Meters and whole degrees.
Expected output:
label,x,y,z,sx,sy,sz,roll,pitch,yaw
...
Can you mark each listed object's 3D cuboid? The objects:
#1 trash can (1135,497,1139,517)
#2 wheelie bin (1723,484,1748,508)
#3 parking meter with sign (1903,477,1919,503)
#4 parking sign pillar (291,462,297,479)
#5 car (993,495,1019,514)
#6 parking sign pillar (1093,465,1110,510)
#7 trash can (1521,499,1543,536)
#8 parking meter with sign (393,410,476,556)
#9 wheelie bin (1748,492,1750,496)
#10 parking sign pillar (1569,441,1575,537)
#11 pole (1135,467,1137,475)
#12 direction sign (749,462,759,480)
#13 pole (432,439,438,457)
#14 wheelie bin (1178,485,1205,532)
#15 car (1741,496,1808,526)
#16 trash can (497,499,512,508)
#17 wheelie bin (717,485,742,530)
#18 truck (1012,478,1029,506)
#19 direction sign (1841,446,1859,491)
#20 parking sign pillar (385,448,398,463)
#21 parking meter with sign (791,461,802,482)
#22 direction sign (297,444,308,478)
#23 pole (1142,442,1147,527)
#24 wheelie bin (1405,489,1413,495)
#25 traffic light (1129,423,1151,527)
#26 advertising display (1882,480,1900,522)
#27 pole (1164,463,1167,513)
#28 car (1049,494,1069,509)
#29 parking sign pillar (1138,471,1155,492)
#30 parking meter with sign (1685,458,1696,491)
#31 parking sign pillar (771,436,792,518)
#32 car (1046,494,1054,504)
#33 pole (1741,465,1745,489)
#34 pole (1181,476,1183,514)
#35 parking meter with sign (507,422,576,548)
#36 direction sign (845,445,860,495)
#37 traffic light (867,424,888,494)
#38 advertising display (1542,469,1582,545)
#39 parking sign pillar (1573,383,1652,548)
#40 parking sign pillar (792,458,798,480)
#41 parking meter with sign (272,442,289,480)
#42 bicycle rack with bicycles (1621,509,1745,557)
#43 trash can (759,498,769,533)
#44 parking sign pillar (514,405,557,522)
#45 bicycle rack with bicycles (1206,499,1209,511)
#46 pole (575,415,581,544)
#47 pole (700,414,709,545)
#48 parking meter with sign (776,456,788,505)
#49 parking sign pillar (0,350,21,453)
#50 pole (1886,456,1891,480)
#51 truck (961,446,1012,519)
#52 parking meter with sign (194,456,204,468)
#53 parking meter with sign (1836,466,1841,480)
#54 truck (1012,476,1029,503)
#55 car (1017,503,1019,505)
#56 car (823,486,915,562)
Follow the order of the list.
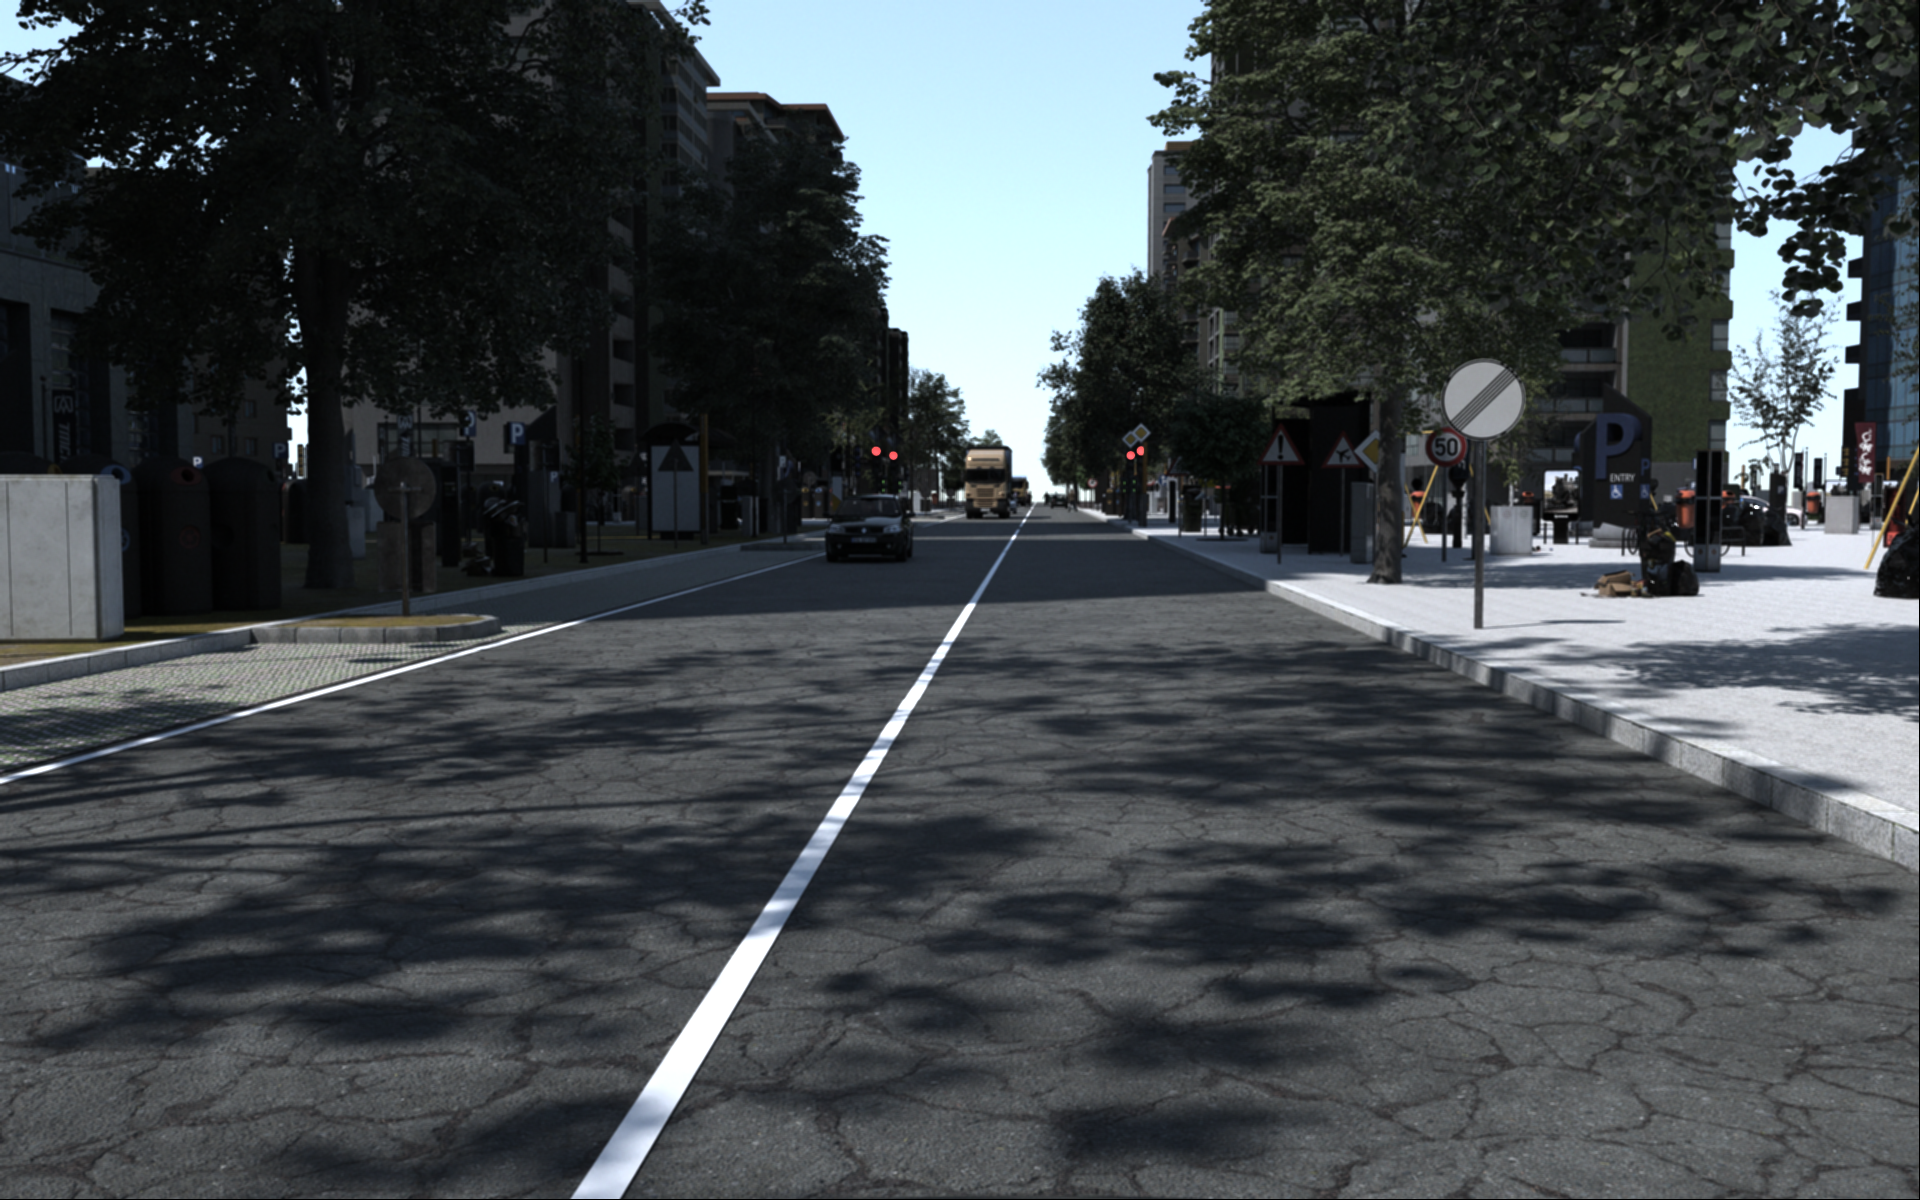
label,x,y,z,sx,sy,sz,roll,pitch,yaw
trash can,9.483,-5.037,94.016,0.748,1.137,0.748,0,3,0
wheelie bin,23.918,-2.824,54.076,0.980,1.594,0.693,1,4,18
parking meter with sign,69.681,-7.982,126.771,1.738,3.016,0.543,0,4,-8
parking sign pillar,-56.318,-9.673,146.627,1.447,3.967,1.447,-1,4,-19
car,3.277,-7.030,126.942,2.014,1.417,4.499,0,4,1
parking sign pillar,11.650,-9.373,141.725,1.447,3.967,1.447,3,5,42
trash can,17.556,-2.549,53.333,0.748,1.137,0.748,0,3,0
parking meter with sign,-11.015,-2.442,36.185,1.738,3.016,0.543,1,4,13
wheelie bin,49.464,-6.210,109.433,0.693,1.594,0.980,-2,4,-26
parking sign pillar,19.080,-3.910,52.395,1.447,3.967,1.447,-2,4,-34
pole,11.722,-7.461,115.830,0.158,3.312,0.155,0,3,0
direction sign,-14.376,-7.923,121.543,0.876,3.537,0.379,-2,4,-30
pole,-19.442,-4.304,64.219,0.158,3.312,0.155,0,3,0
wheelie bin,7.840,-3.082,58.304,0.980,1.594,0.693,0,4,-5
car,32.475,-3.626,71.647,4.827,1.381,2.083,0,4,4
trash can,-31.096,-6.481,117.618,0.748,1.137,0.748,0,3,0
wheelie bin,-8.396,-3.357,62.798,0.980,1.594,0.693,0,4,-5
truck,6.502,-12.768,204.686,3.469,3.379,9.791,0,4,4
direction sign,41.718,-5.450,81.097,0.876,3.537,0.379,2,4,30
parking sign pillar,-28.065,-5.989,86.389,1.447,3.967,1.447,0,4,1
parking meter with sign,-9.325,-5.866,92.175,1.738,3.016,0.543,-1,4,-12
direction sign,-29.584,-5.276,78.266,0.876,3.537,0.379,2,4,27
pole,7.206,-4.508,67.547,0.158,3.312,0.155,0,3,0
wheelie bin,27.602,-6.040,106.662,0.693,1.594,0.980,2,4,35
traffic light,7.118,-4.860,68.390,0.839,4.253,0.868,0,4,3
advertising display,42.256,-4.507,78.911,0.123,1.923,0.974,-3,4,-38
pole,13.679,-7.425,115.245,0.158,3.312,0.155,0,3,0
car,9.920,-9.977,172.916,2.009,1.686,4.222,0,4,2
parking sign pillar,14.194,-8.770,131.860,1.447,3.967,1.447,-1,4,-11
parking meter with sign,35.840,-5.415,84.791,0.543,3.016,1.738,0,4,5
parking sign pillar,-7.410,-4.805,67.027,1.447,3.967,1.447,0,4,1
car,13.519,-14.797,253.730,2.131,1.459,4.920,0,4,2
pole,54.404,-7.738,120.351,0.158,3.312,0.155,0,3,0
pole,14.472,-7.298,113.172,0.158,3.312,0.155,0,3,0
parking meter with sign,-10.009,-2.772,41.582,1.738,3.016,0.543,2,4,28
direction sign,-4.959,-5.389,80.105,0.876,3.537,0.379,-3,5,-41
traffic light,-3.283,-4.889,68.858,0.839,4.253,0.868,0,4,3
advertising display,15.385,-2.390,44.294,0.974,1.923,0.123,3,5,43
parking sign pillar,15.847,-3.239,41.430,1.447,3.967,1.447,-2,4,-31
parking sign pillar,-9.782,-6.768,99.123,1.447,3.967,1.447,-2,4,-35
parking meter with sign,-22.954,-3.752,57.605,0.543,3.016,1.738,0,4,4
bicycle rack with bicycles,14.810,-1.379,35.922,2.925,0.926,2.852,-3,5,-43
trash can,-6.651,-2.778,57.070,0.748,1.137,0.748,0,3,0
parking sign pillar,-12.690,-3.876,51.837,1.447,3.967,1.447,3,4,38
bicycle rack with bicycles,18.273,-6.499,119.639,2.852,0.926,2.925,-1,4,-16
pole,-9.796,-3.105,44.608,0.158,3.312,0.155,0,3,0
pole,-6.500,-3.070,44.033,0.158,3.312,0.155,0,3,0
parking meter with sign,-8.613,-5.006,78.103,1.738,3.016,0.543,-3,5,-43
parking sign pillar,-17.966,-2.655,31.875,1.447,3.967,1.447,1,4,17
pole,50.323,-6.122,93.930,0.158,3.312,0.155,0,3,0
truck,1.725,-6.979,103.026,2.839,4.237,11.283,0,4,3
parking meter with sign,-35.406,-5.191,81.126,0.543,3.016,1.738,0,4,-5
parking meter with sign,55.502,-6.864,108.482,0.543,3.016,1.738,0,4,2
truck,8.970,-16.444,258.623,2.967,4.110,18.799,0,4,4
car,6.844,-13.287,227.465,2.015,1.641,3.980,0,4,3
car,-1.954,-1.723,37.960,2.009,1.686,4.222,0,4,1
